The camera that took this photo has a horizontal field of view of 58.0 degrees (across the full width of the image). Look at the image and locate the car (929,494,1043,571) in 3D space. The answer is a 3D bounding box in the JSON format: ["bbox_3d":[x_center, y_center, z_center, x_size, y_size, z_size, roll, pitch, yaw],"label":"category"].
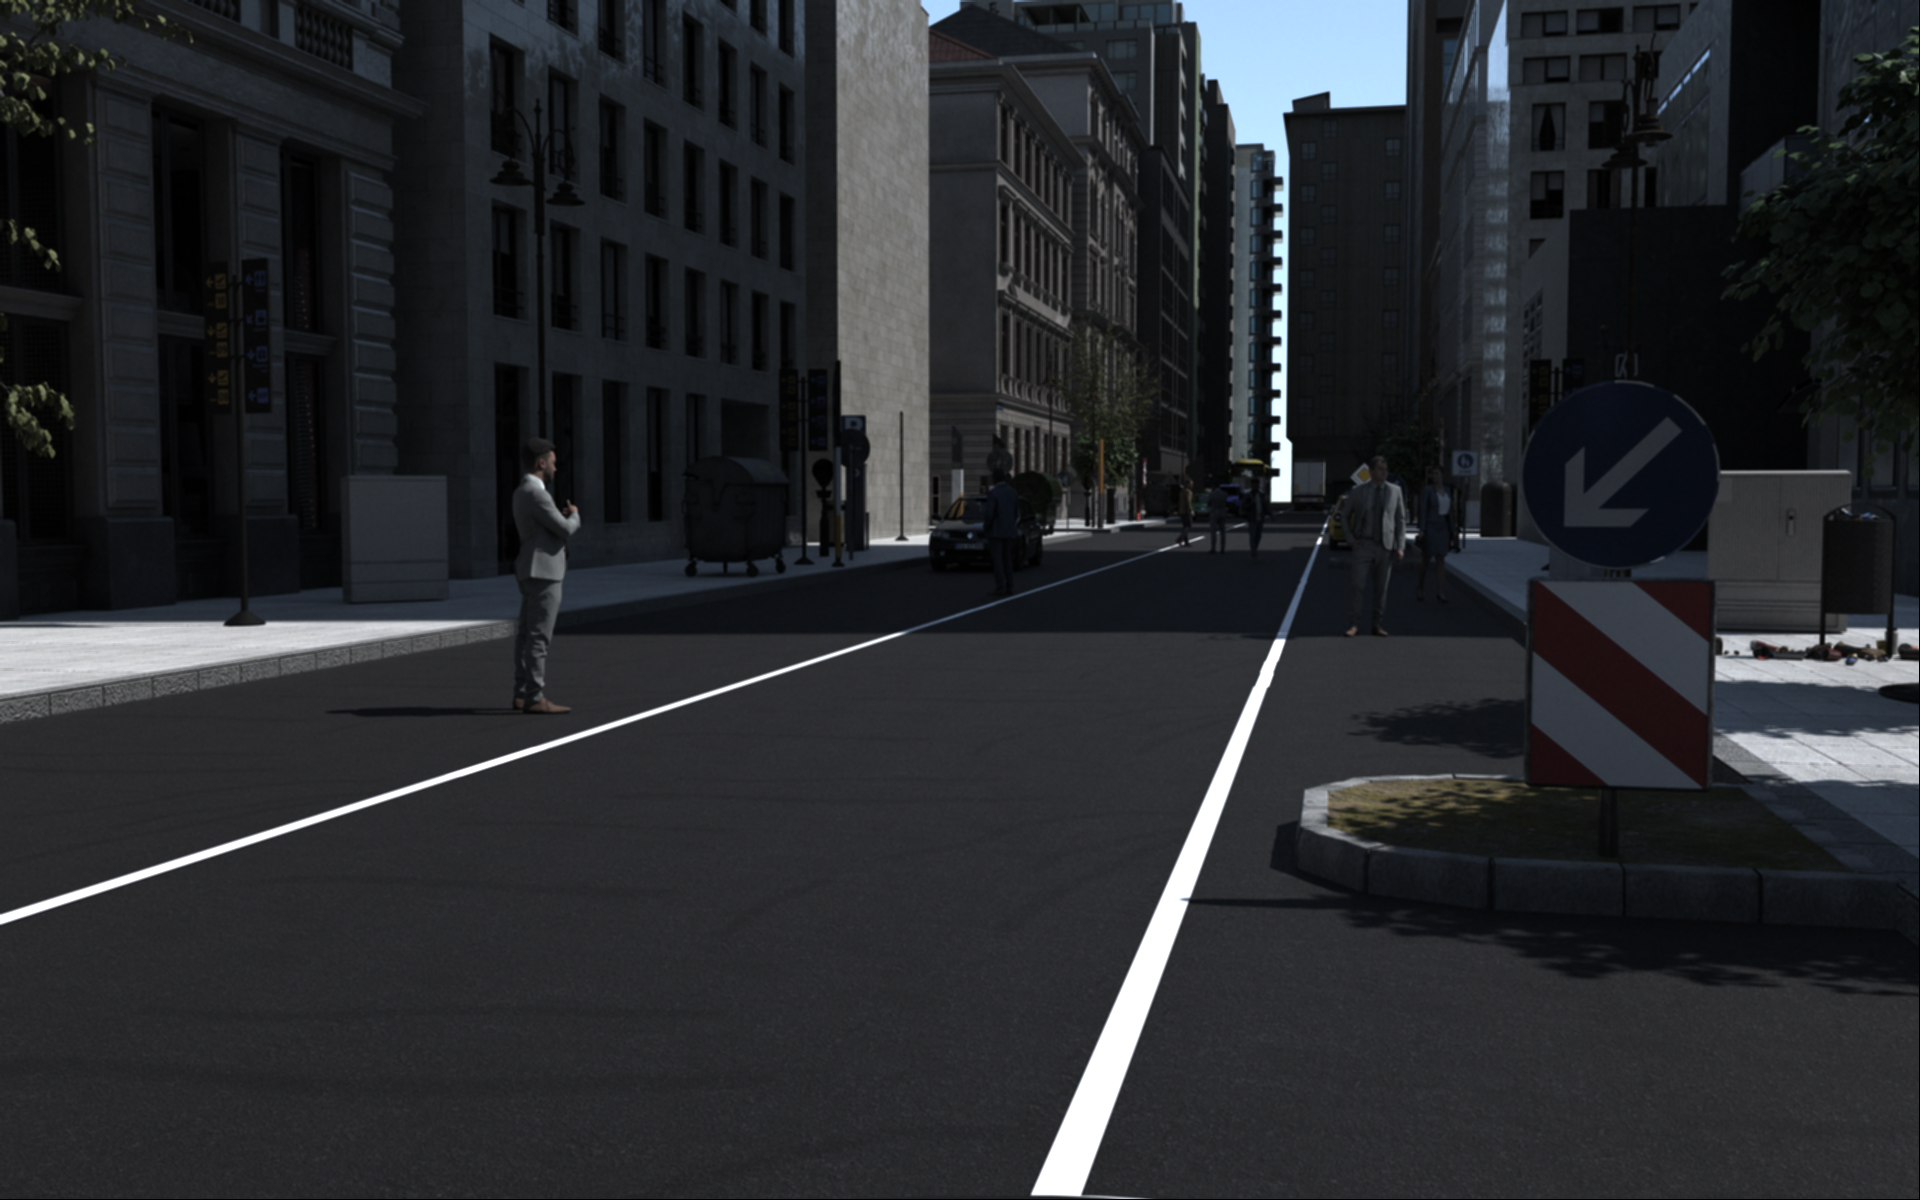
[{"bbox_3d":[0.545,-1.455,33.573,2.009,1.686,4.222,1,4,10],"label":"car"}]

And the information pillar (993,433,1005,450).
[{"bbox_3d":[1.466,-4.545,65.662,0.504,3.616,0.183,0,4,7],"label":"information pillar"}]

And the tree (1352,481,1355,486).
[{"bbox_3d":[21.155,-5.923,80.548,4.285,4.588,4.351,0,3,0],"label":"tree"}]

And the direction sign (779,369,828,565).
[{"bbox_3d":[-2.844,-2.416,31.505,0.876,3.537,0.379,0,4,3],"label":"direction sign"}]

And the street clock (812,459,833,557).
[{"bbox_3d":[-2.791,-1.896,35.563,0.471,2.002,0.358,0,4,-1],"label":"street clock"}]

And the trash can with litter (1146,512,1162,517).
[{"bbox_3d":[10.800,-5.215,96.645,1.055,1.170,0.624,2,4,24],"label":"trash can with litter"}]

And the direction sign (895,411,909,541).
[{"bbox_3d":[-1.608,-3.410,47.756,0.379,3.537,0.876,0,4,1],"label":"direction sign"}]

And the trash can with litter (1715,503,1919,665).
[{"bbox_3d":[6.679,-0.165,13.761,2.233,1.210,1.678,1,4,8],"label":"trash can with litter"}]

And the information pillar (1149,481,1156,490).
[{"bbox_3d":[11.021,-5.788,99.130,0.304,2.012,0.304,0,4,-6],"label":"information pillar"}]

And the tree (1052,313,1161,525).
[{"bbox_3d":[5.806,-7.376,70.955,4.737,8.622,4.395,0,3,0],"label":"tree"}]

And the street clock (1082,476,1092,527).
[{"bbox_3d":[5.039,-3.902,68.368,0.471,2.002,0.358,0,3,0],"label":"street clock"}]

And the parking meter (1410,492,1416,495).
[{"bbox_3d":[26.313,-5.636,100.564,0.372,1.533,0.369,0,3,0],"label":"parking meter"}]

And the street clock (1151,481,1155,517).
[{"bbox_3d":[10.926,-5.731,98.269,0.358,2.002,0.471,0,4,5],"label":"street clock"}]

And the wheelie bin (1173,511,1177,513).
[{"bbox_3d":[14.604,-6.713,117.658,0.980,1.594,0.693,1,4,23],"label":"wheelie bin"}]

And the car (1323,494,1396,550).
[{"bbox_3d":[10.591,-2.167,45.647,2.015,1.641,3.980,1,4,11],"label":"car"}]

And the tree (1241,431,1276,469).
[{"bbox_3d":[34.375,-15.271,200.047,4.360,8.622,3.978,0,3,0],"label":"tree"}]

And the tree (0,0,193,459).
[{"bbox_3d":[-6.901,-3.672,10.396,4.737,8.622,4.395,0,3,0],"label":"tree"}]

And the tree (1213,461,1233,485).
[{"bbox_3d":[26.480,-11.356,169.380,4.285,4.588,4.351,0,3,0],"label":"tree"}]

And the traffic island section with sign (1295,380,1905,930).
[{"bbox_3d":[2.352,0.111,6.821,1.989,1.847,2.006,1,4,12],"label":"traffic island section with sign"}]

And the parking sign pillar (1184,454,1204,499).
[{"bbox_3d":[15.603,-7.785,115.755,1.447,3.967,1.447,-1,4,-20],"label":"parking sign pillar"}]

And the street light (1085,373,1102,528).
[{"bbox_3d":[5.100,-5.711,66.171,0.468,5.910,1.993,1,4,12],"label":"street light"}]

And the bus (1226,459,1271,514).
[{"bbox_3d":[21.057,-8.199,125.593,2.896,3.916,12.252,1,4,12],"label":"bus"}]

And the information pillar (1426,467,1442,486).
[{"bbox_3d":[12.661,-2.557,46.301,0.304,2.012,0.304,-3,5,-39],"label":"information pillar"}]

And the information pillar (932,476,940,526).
[{"bbox_3d":[-0.970,-3.963,69.286,0.304,2.012,0.304,0,4,-1],"label":"information pillar"}]

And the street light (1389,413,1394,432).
[{"bbox_3d":[24.586,-7.727,99.120,0.468,5.910,1.993,1,4,12],"label":"street light"}]

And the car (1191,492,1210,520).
[{"bbox_3d":[13.405,-5.238,94.437,1.959,1.807,4.718,1,4,12],"label":"car"}]

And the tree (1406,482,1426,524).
[{"bbox_3d":[19.735,-4.915,74.966,1.663,3.219,1.824,0,3,0],"label":"tree"}]

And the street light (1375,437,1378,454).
[{"bbox_3d":[32.548,-9.949,135.447,0.468,5.910,1.993,1,4,12],"label":"street light"}]

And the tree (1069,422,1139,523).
[{"bbox_3d":[6.295,-5.665,76.341,4.285,4.588,4.351,0,3,0],"label":"tree"}]

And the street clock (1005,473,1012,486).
[{"bbox_3d":[1.432,-3.157,56.181,0.471,2.002,0.358,-2,4,-34],"label":"street clock"}]

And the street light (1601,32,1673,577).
[{"bbox_3d":[6.967,-2.764,17.976,0.468,5.910,1.993,1,4,12],"label":"street light"}]

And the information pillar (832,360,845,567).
[{"bbox_3d":[-2.171,-2.400,30.591,0.183,3.616,0.504,-1,4,-11],"label":"information pillar"}]

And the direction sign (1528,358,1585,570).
[{"bbox_3d":[9.996,-2.269,29.102,0.876,3.537,0.379,2,4,30],"label":"direction sign"}]

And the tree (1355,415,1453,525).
[{"bbox_3d":[18.680,-5.372,71.547,4.285,4.588,4.351,0,3,0],"label":"tree"}]

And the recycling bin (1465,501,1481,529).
[{"bbox_3d":[19.237,-3.169,64.368,0.722,1.027,0.722,0,4,3],"label":"recycling bin"}]

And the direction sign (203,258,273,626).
[{"bbox_3d":[-7.014,-1.522,16.881,0.876,3.537,0.379,2,4,26],"label":"direction sign"}]

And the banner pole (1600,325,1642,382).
[{"bbox_3d":[9.682,-2.176,25.595,0.401,3.779,0.863,-2,4,-35],"label":"banner pole"}]

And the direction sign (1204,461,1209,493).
[{"bbox_3d":[16.767,-7.766,118.963,0.379,3.537,0.876,-3,5,-42],"label":"direction sign"}]

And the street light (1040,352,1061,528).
[{"bbox_3d":[2.963,-5.122,56.540,0.468,5.910,1.993,1,4,12],"label":"street light"}]

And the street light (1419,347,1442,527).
[{"bbox_3d":[14.832,-4.994,54.444,0.468,5.910,1.993,1,4,12],"label":"street light"}]

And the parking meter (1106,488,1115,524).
[{"bbox_3d":[6.417,-3.994,73.710,0.372,1.533,0.369,0,3,0],"label":"parking meter"}]

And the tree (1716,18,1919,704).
[{"bbox_3d":[6.521,-1.653,10.748,4.285,4.588,4.351,0,3,0],"label":"tree"}]

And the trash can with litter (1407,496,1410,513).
[{"bbox_3d":[30.418,-6.416,116.280,0.624,1.170,1.055,3,4,36],"label":"trash can with litter"}]

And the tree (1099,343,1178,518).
[{"bbox_3d":[8.613,-8.252,85.279,4.360,8.622,3.978,0,3,0],"label":"tree"}]

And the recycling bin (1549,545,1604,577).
[{"bbox_3d":[8.872,-0.735,24.566,0.722,1.027,0.722,-2,4,-31],"label":"recycling bin"}]

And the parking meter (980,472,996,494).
[{"bbox_3d":[0.746,-2.449,45.748,0.399,1.863,0.255,-3,5,-39],"label":"parking meter"}]

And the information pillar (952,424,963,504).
[{"bbox_3d":[-0.092,-4.074,57.963,0.183,3.616,0.504,-3,5,-42],"label":"information pillar"}]

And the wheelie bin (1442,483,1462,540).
[{"bbox_3d":[13.474,-2.473,48.348,0.980,1.594,0.693,-1,4,-11],"label":"wheelie bin"}]

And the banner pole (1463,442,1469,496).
[{"bbox_3d":[24.360,-5.712,83.404,0.401,3.779,0.863,2,4,33],"label":"banner pole"}]

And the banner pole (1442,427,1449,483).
[{"bbox_3d":[17.980,-4.541,64.259,0.401,3.779,0.863,2,4,33],"label":"banner pole"}]

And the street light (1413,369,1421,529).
[{"bbox_3d":[16.707,-5.512,62.903,0.468,5.910,1.993,1,4,12],"label":"street light"}]

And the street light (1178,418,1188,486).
[{"bbox_3d":[13.337,-8.008,103.720,0.468,5.910,1.993,1,4,12],"label":"street light"}]

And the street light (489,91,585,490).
[{"bbox_3d":[-4.933,-2.913,20.411,0.468,5.910,1.993,1,4,12],"label":"street light"}]

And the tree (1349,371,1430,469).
[{"bbox_3d":[25.686,-9.318,102.713,4.360,8.622,3.978,0,3,0],"label":"tree"}]
